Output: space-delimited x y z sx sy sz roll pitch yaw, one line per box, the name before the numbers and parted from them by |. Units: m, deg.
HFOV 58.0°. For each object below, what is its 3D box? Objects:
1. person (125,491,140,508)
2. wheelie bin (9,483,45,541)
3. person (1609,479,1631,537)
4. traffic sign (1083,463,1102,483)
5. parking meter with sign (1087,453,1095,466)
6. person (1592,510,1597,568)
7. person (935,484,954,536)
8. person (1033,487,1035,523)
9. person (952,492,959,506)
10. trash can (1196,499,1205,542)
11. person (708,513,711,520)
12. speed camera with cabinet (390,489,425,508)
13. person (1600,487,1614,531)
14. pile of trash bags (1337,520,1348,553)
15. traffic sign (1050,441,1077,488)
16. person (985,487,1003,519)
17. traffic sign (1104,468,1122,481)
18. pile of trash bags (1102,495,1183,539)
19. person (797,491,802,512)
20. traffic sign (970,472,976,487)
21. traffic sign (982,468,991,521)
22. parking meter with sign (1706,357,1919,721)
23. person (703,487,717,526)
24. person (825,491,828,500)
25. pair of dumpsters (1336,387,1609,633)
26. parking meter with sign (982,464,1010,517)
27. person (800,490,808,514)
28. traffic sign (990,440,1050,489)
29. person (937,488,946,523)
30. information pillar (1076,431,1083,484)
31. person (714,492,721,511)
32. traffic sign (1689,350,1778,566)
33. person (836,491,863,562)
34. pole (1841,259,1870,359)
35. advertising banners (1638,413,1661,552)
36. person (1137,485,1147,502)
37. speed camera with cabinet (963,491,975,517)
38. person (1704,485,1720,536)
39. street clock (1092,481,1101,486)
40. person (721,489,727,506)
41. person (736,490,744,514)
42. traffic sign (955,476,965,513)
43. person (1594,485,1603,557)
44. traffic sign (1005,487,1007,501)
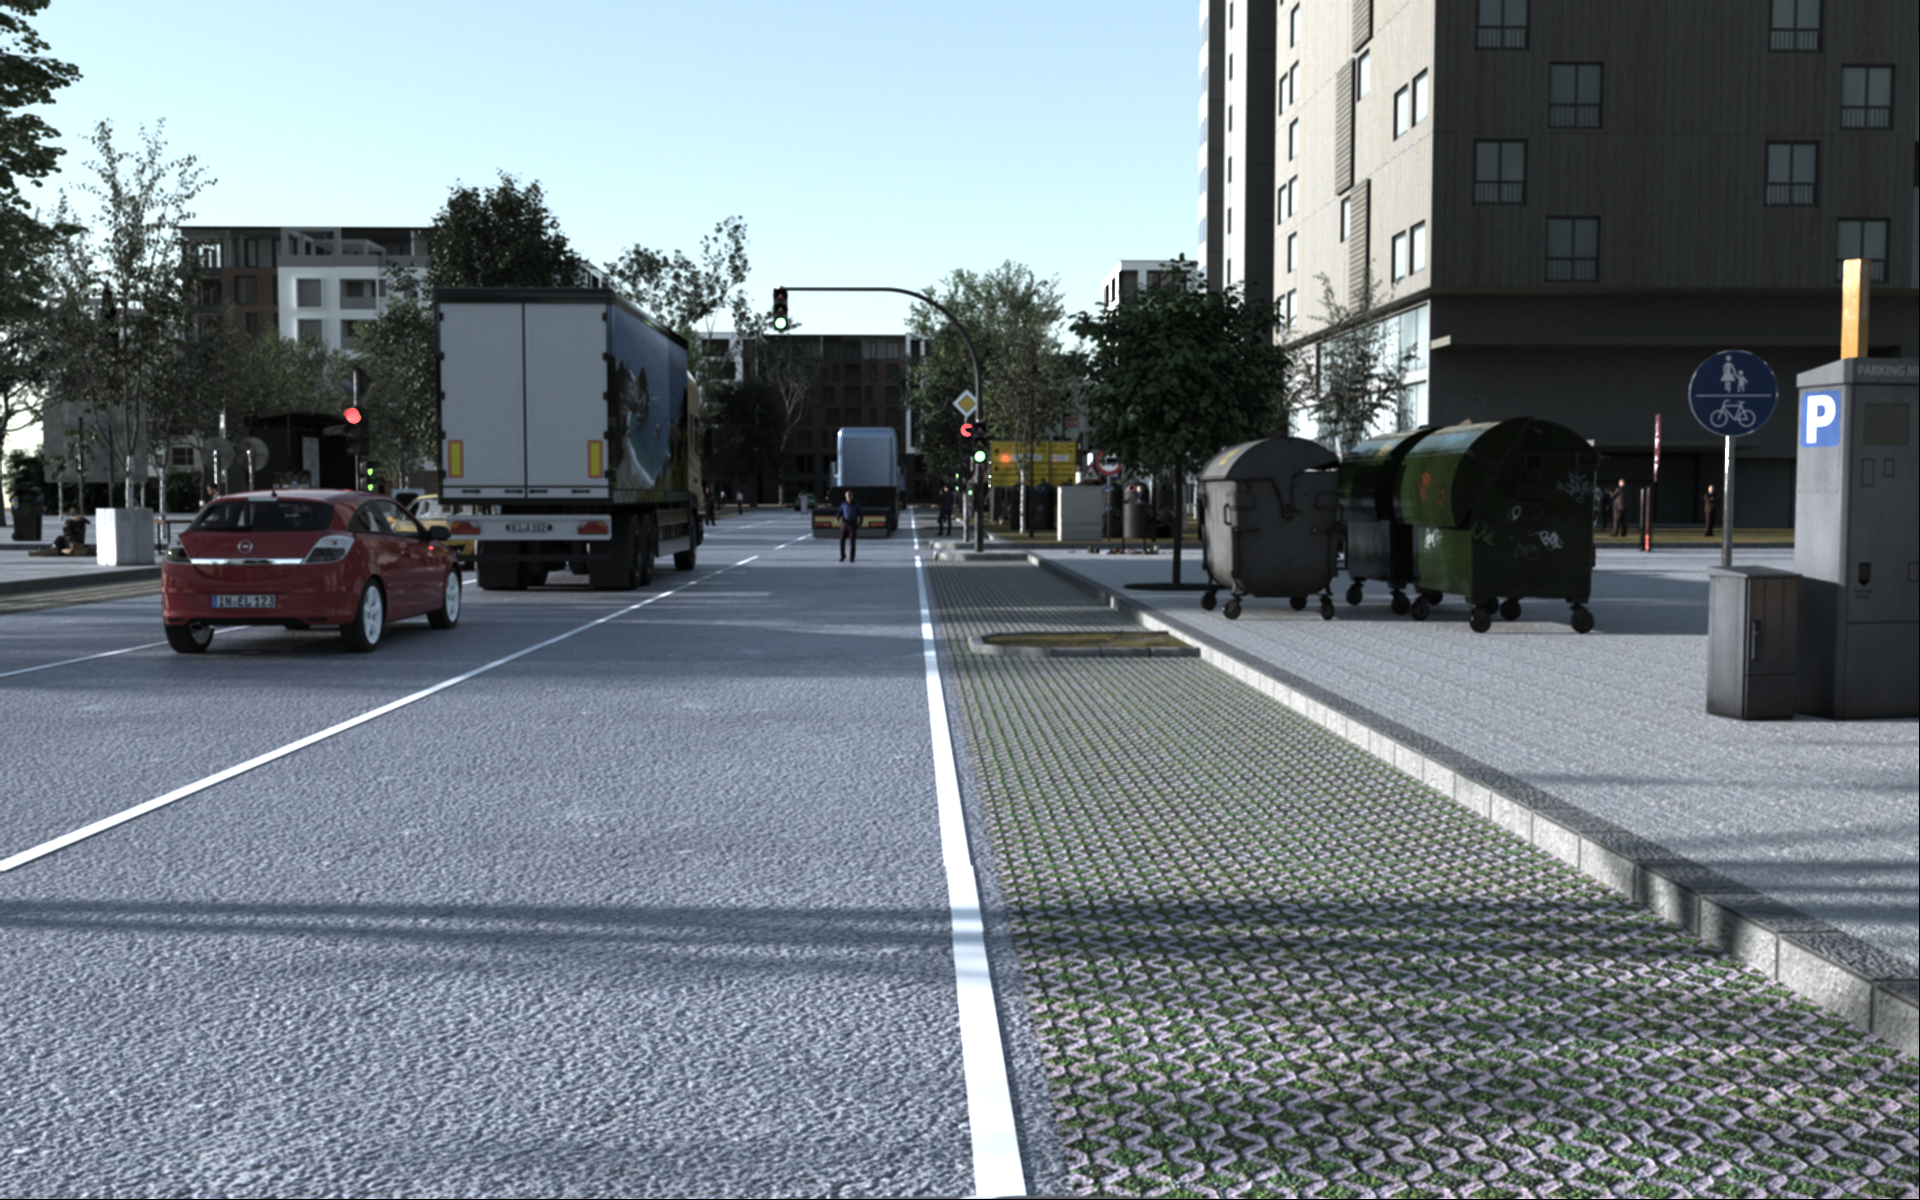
person | -19.333 -1.807 40.520 0.387 1.526 0.523 0 4 6
wheelie bin | -25.592 -2.426 47.578 0.693 1.594 0.980 0 4 1
person | 19.874 -2.782 52.220 0.600 1.739 0.565 3 5 41
traffic sign | 5.375 -4.352 71.167 0.884 2.594 0.081 0 4 2
parking meter with sign | 4.784 -4.692 72.968 1.738 3.016 0.543 -1 4 -23
person | 10.278 -1.229 28.611 0.523 1.526 0.387 -2 4 -27
person | -0.560 -3.096 59.561 0.683 1.767 0.568 -3 5 -43
person | 3.261 -4.322 76.831 0.598 1.807 0.434 -2 4 -24
person | -0.502 -9.123 156.143 0.756 1.711 0.436 1 4 11
trash can | 6.654 -2.112 46.181 0.748 1.137 0.748 0 3 0
person | -13.993 -5.328 96.316 0.576 1.737 0.504 2 4 33
speed camera with cabinet | -15.973 -3.514 51.783 2.038 3.252 0.660 -1 4 -22
person | 22.733 -3.182 60.616 0.613 1.512 0.480 1 4 23
pile of trash bags | 9.739 -1.746 38.299 3.447 1.369 1.912 -3 5 -39
traffic sign | 3.317 -4.410 65.978 2.265 3.308 0.079 0 4 6
person | 1.757 -5.076 89.588 0.990 1.755 0.434 1 4 18
traffic sign | 6.116 -4.240 69.429 0.768 2.556 0.104 0 4 5
pile of trash bags | 4.762 -2.475 50.217 3.447 1.369 1.912 -3 5 -41
person | -13.039 -8.119 142.185 0.756 1.711 0.436 -1 4 -20
traffic sign | 0.860 -6.129 100.211 0.884 2.594 0.081 0 4 7
traffic sign | 1.454 -5.119 83.805 0.768 2.556 0.104 0 4 5
parking meter with sign | 5.226 -0.841 10.007 1.738 3.016 0.543 -1 4 -13
person | -11.335 -4.246 78.613 0.600 1.739 0.565 2 4 26
person | -14.733 -11.316 193.611 0.705 1.812 1.348 1 4 21
pair of dumpsters | 5.144 -0.943 17.918 1.574 2.255 4.437 0 4 -2
parking meter with sign | 2.001 -6.290 99.105 1.738 3.016 0.543 2 4 26
person | -10.957 -6.871 121.509 0.551 1.740 0.621 -3 4 -36
traffic sign | 2.253 -4.351 65.008 2.265 3.308 0.079 0 4 3
person | -0.767 -4.666 85.599 0.742 1.727 0.445 -2 4 -30
information pillar | 4.489 -4.509 65.081 0.183 3.616 0.504 -1 4 -19
person | -18.570 -7.458 131.197 0.991 1.433 0.599 -2 4 -35
traffic sign | 6.830 -0.935 15.390 0.768 2.556 0.104 0 4 3
person | -2.408 -1.547 36.487 0.574 1.496 0.600 2 4 35
pole | 7.807 -1.304 15.171 0.158 3.312 0.155 0 3 0
advertising banners | 15.271 -2.580 38.366 0.090 3.025 2.074 1 4 12
person | 5.627 -2.771 53.565 0.569 1.553 0.471 -2 4 -33
speed camera with cabinet | 0.886 -6.236 96.302 0.660 3.252 2.038 2 4 30
person | 23.037 -2.735 53.037 0.482 1.546 0.388 0 4 1
street clock | 6.148 -4.538 78.769 0.471 2.002 0.358 1 4 8
person | -25.889 -11.220 189.476 0.705 1.826 1.348 -2 4 -35
person | -15.466 -6.832 121.139 0.436 1.711 0.756 3 5 41
traffic sign | 0.014 -7.071 115.715 0.768 2.556 0.104 0 4 7
person | 12.736 -1.740 35.210 0.841 1.734 0.376 -1 4 -8
traffic sign | 2.707 -6.218 101.773 0.768 2.556 0.104 0 4 4
